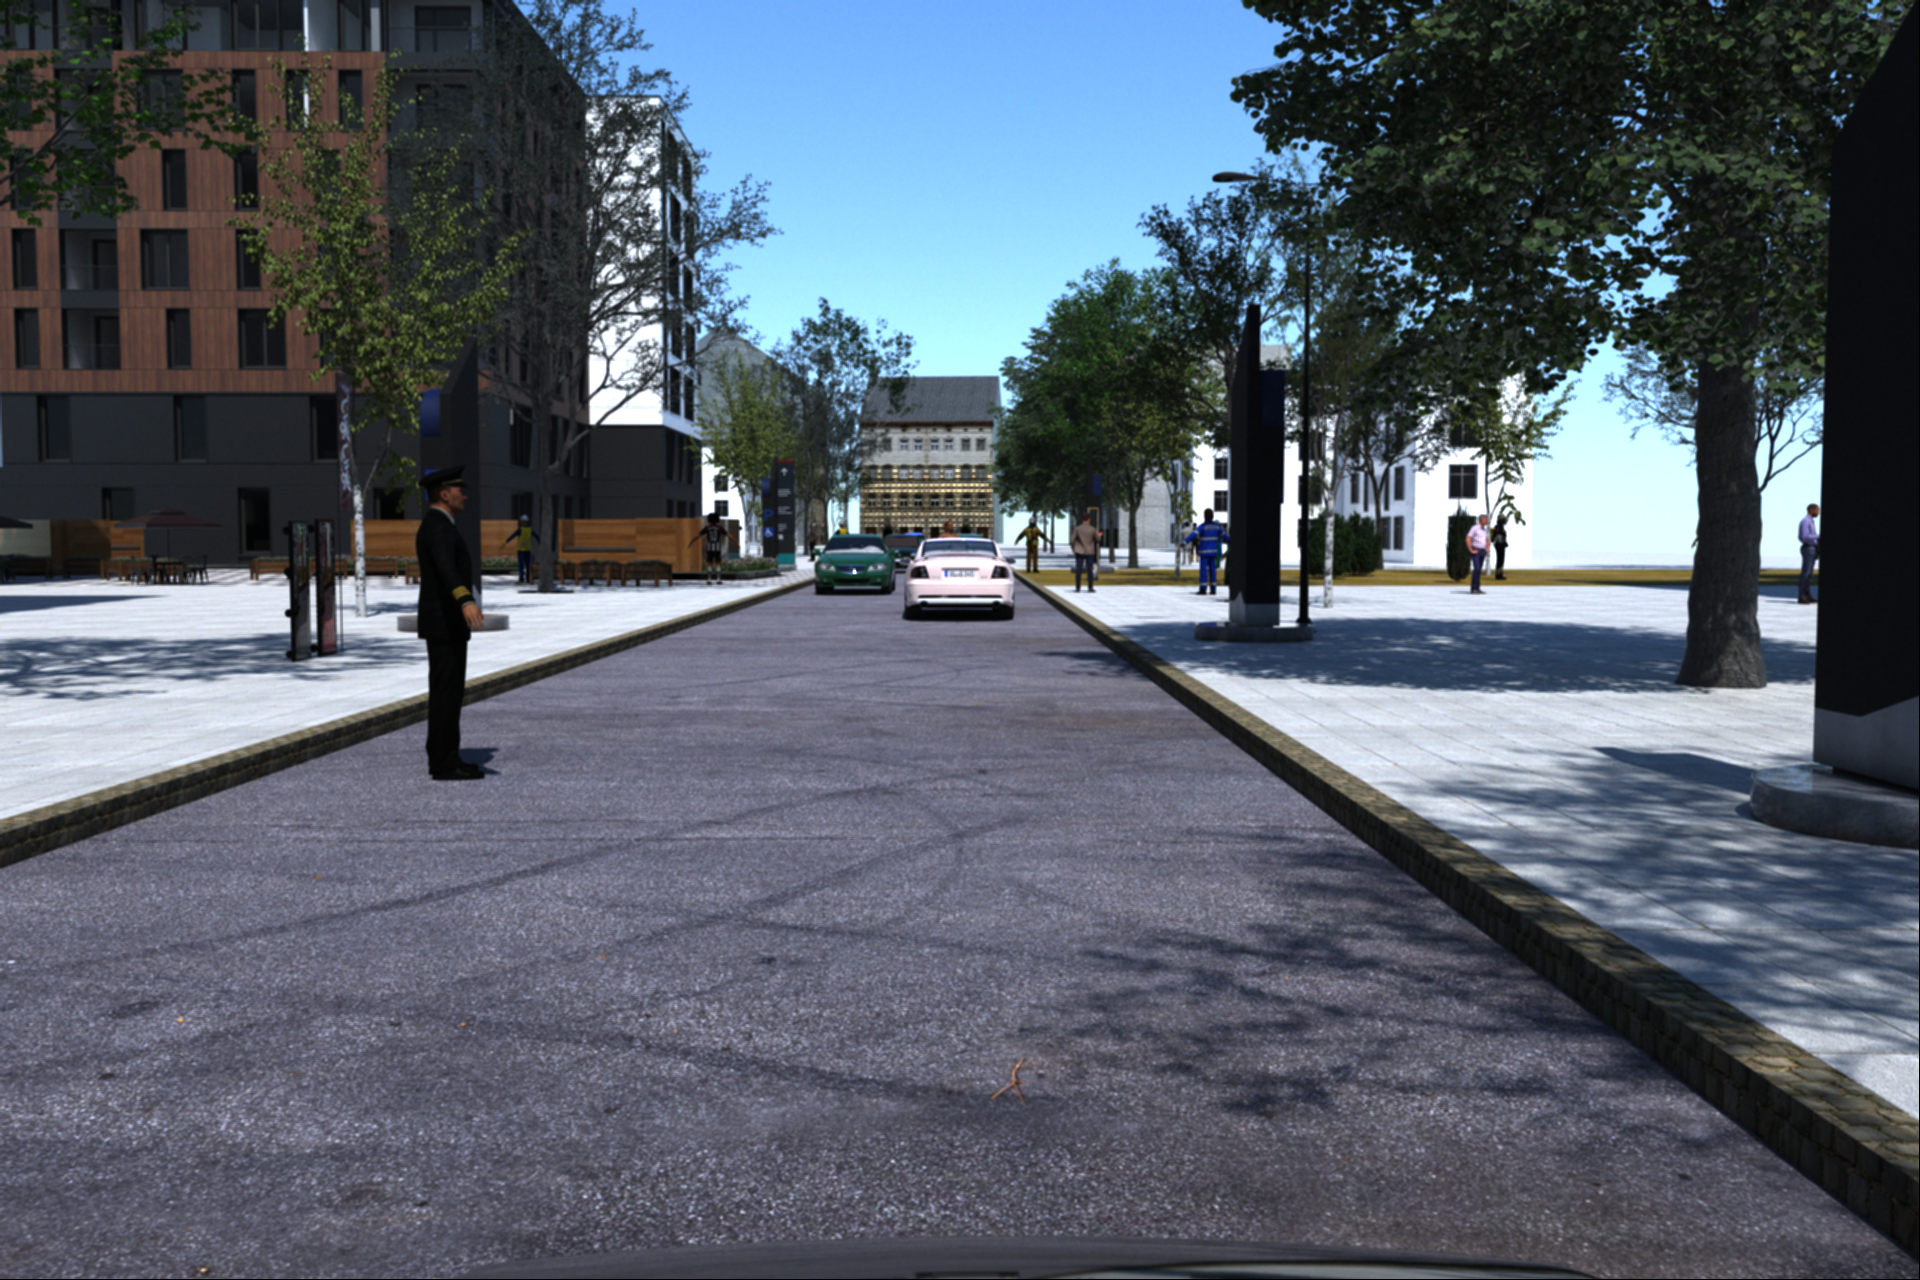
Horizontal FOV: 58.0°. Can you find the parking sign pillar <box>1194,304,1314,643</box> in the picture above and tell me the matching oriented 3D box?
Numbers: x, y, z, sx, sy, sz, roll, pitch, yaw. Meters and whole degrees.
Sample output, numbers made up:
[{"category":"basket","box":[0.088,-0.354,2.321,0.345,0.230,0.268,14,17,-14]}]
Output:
[{"category":"parking sign pillar","box":[3.588,-1.993,21.052,1.447,3.967,1.447,0,4,0]}]

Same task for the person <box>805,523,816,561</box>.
[{"category":"person","box":[-6.960,-4.588,81.134,0.705,1.813,1.348,-1,4,-22]}]

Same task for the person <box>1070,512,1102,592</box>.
[{"category":"person","box":[2.798,-1.936,38.234,0.617,1.759,0.750,1,4,17]}]

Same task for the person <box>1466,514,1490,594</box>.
[{"category":"person","box":[11.189,-1.849,37.208,0.756,1.711,0.436,-2,4,-29]}]

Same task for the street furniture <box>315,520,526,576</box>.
[{"category":"street furniture","box":[-18.380,-2.981,55.591,9.812,1.723,11.010,-1,4,-17]}]

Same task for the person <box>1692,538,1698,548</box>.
[{"category":"person","box":[19.801,-2.416,45.351,0.705,1.847,1.347,-3,5,-44]}]

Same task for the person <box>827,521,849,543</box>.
[{"category":"person","box":[-5.183,-4.255,75.541,1.349,1.833,0.705,-3,5,-42]}]

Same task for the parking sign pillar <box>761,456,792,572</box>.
[{"category":"parking sign pillar","box":[-6.491,-4.332,59.293,1.447,3.967,1.447,0,4,0]}]

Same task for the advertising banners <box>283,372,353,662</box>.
[{"category":"advertising banners","box":[-6.714,-1.350,18.254,0.090,3.025,2.074,0,4,-1]}]

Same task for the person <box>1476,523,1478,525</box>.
[{"category":"person","box":[22.032,-4.110,73.923,1.216,1.740,0.721,-3,5,-43]}]

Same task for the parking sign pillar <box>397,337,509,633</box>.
[{"category":"parking sign pillar","box":[-6.785,-2.117,23.091,1.447,3.967,1.447,0,3,0]}]

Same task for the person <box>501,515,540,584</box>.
[{"category":"person","box":[-11.318,-2.346,44.826,0.721,1.772,1.216,3,5,42]}]

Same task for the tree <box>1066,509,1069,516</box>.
[{"category":"tree","box":[17.851,-20.106,239.109,12.009,13.543,11.850,0,3,0]}]

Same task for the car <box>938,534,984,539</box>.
[{"category":"car","box":[0.022,-2.198,47.742,2.131,1.459,4.920,0,4,-1]}]

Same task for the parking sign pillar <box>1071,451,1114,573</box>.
[{"category":"parking sign pillar","box":[4.379,-4.200,57.147,1.447,3.967,1.447,0,4,0]}]

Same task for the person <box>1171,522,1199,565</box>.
[{"category":"person","box":[9.496,-4.055,72.484,1.347,1.806,0.705,0,4,-3]}]

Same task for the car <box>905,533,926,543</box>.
[{"category":"car","box":[-2.705,-5.596,101.086,1.945,1.707,3.694,0,4,0]}]

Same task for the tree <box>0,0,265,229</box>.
[{"category":"tree","box":[-8.185,-5.292,12.273,9.928,11.665,9.643,0,3,0]}]

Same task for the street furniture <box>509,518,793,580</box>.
[{"category":"street furniture","box":[-7.909,-2.746,51.752,9.812,1.723,11.010,0,4,6]}]

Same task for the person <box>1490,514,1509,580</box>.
[{"category":"person","box":[15.190,-2.617,48.572,0.705,1.856,1.354,2,4,23]}]

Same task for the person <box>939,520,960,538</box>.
[{"category":"person","box":[-0.184,-1.657,36.349,1.217,1.733,0.721,-1,4,-19]}]

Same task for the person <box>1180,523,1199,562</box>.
[{"category":"person","box":[10.765,-4.482,79.424,1.346,1.812,0.704,0,4,4]}]

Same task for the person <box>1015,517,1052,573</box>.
[{"category":"person","box":[2.408,-3.160,57.428,1.354,1.858,0.705,2,4,26]}]

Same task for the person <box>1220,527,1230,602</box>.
[{"category":"person","box":[5.084,-1.436,32.698,0.599,1.438,0.989,2,4,24]}]

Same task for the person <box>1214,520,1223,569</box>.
[{"category":"person","box":[9.447,-3.518,63.647,0.704,1.817,1.347,-3,4,-37]}]

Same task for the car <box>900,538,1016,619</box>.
[{"category":"car","box":[-0.032,-1.108,30.477,2.083,1.381,4.827,0,4,-1]}]

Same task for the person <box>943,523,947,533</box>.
[{"category":"person","box":[-0.474,-2.964,57.137,0.704,1.802,1.346,1,4,9]}]

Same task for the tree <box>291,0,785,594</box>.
[{"category":"tree","box":[-8.890,-7.771,37.419,12.009,13.543,11.850,0,3,0]}]

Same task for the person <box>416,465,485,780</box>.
[{"category":"person","box":[-3.000,-0.111,10.205,0.705,1.837,1.347,-1,4,-22]}]

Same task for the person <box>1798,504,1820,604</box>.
[{"category":"person","box":[15.734,-1.585,31.827,0.599,1.838,0.709,2,4,33]}]

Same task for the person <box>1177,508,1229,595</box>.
[{"category":"person","box":[5.223,-1.872,36.578,1.345,1.831,0.704,-1,4,-21]}]

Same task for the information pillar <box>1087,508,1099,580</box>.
[{"category":"information pillar","box":[3.700,-2.678,48.272,0.304,2.012,0.304,0,3,0]}]

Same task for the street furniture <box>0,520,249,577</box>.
[{"category":"street furniture","box":[-30.432,-3.049,56.705,9.812,1.723,11.010,3,4,36]}]

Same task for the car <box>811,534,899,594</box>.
[{"category":"car","box":[-2.539,-1.885,42.618,2.131,1.459,4.920,0,4,0]}]

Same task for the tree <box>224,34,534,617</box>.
[{"category":"tree","box":[-8.995,-4.652,26.422,4.737,8.622,4.395,0,3,0]}]

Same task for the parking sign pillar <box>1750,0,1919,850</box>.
[{"category":"parking sign pillar","box":[4.280,-1.165,7.523,1.447,3.967,1.447,0,4,0]}]

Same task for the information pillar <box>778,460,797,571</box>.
[{"category":"information pillar","box":[-6.137,-4.379,60.976,0.750,3.857,0.750,0,4,-1]}]

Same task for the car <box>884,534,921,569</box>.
[{"category":"car","box":[-2.209,-3.372,64.913,2.009,1.686,4.222,0,4,0]}]

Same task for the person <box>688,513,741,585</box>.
[{"category":"person","box":[-6.253,-2.317,44.027,1.345,1.843,0.704,0,4,-3]}]
